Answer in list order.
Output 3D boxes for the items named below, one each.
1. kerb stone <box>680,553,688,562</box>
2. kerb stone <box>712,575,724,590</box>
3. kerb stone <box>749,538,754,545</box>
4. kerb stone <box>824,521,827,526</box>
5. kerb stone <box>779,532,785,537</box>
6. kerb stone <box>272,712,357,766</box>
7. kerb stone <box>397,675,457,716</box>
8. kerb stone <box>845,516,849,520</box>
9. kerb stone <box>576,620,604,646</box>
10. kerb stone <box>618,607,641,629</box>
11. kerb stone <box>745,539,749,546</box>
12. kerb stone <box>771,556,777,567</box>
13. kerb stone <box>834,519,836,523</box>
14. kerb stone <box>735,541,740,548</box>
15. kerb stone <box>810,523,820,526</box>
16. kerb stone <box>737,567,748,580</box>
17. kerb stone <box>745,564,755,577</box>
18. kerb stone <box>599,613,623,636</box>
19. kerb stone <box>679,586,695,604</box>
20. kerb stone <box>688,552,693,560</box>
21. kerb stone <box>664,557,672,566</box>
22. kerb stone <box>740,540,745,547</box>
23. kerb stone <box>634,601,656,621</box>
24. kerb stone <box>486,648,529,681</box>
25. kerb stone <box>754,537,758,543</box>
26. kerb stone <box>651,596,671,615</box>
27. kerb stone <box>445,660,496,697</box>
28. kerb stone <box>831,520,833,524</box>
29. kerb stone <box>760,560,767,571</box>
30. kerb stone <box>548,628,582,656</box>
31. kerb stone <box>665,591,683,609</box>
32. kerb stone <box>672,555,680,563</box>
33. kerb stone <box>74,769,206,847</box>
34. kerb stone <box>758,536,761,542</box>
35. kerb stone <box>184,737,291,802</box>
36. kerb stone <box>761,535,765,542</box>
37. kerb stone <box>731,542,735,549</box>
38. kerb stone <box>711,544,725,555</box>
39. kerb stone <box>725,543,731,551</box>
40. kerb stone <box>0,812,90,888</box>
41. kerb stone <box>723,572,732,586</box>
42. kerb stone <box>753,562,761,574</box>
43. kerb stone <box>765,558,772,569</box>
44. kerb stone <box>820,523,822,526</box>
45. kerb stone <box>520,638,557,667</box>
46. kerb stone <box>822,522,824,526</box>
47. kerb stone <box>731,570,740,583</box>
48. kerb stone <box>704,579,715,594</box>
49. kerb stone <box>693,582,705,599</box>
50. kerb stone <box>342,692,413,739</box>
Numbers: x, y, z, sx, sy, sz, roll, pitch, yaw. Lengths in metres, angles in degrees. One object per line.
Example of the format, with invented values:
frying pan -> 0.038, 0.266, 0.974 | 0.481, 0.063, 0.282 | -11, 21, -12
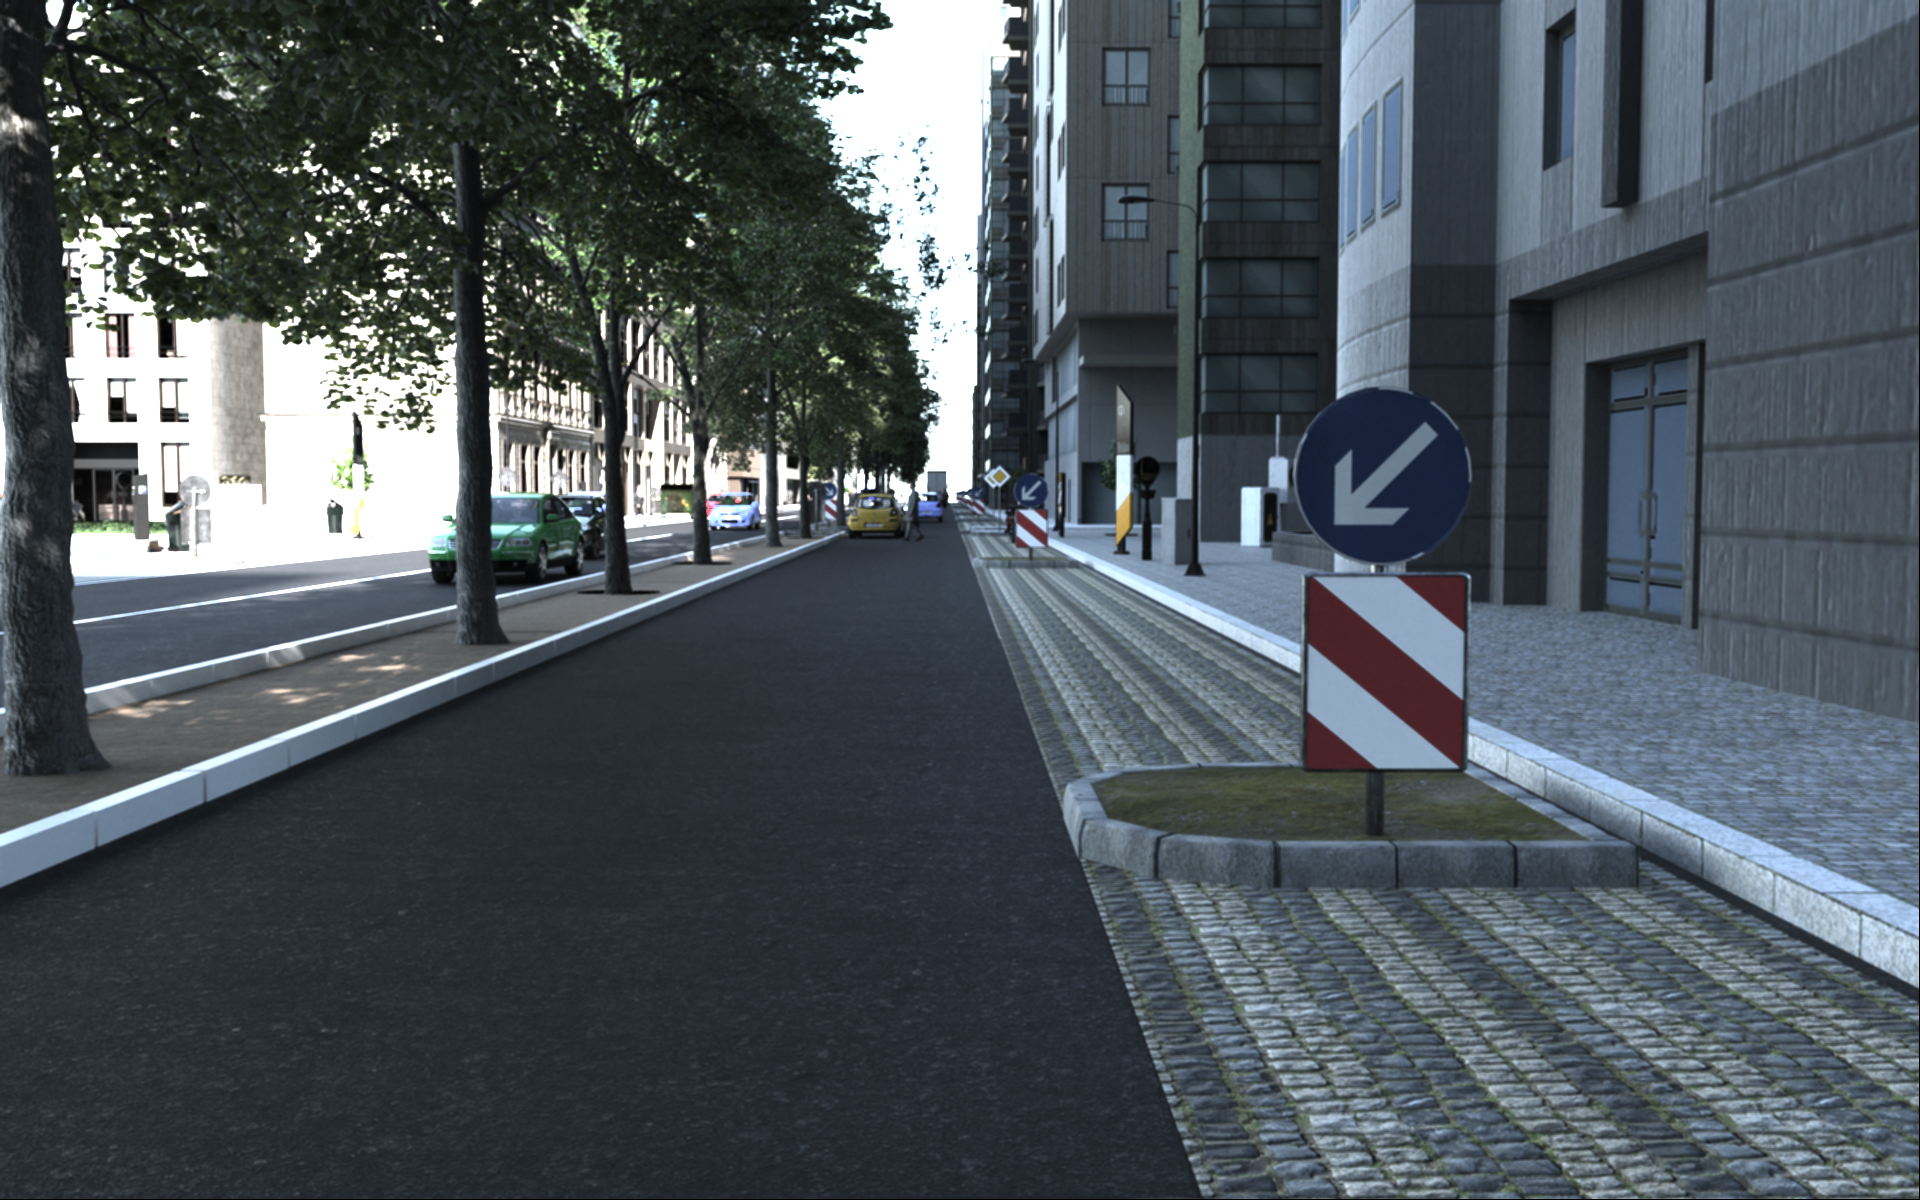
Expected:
kerb stone -> -5.874, -0.855, 36.175 | 0.120, 0.150, 1.000 | 0, 4, 0
kerb stone -> -3.698, -0.232, 25.990 | 0.120, 0.150, 1.000 | 0, 4, 0
kerb stone -> -5.967, -1.608, 48.483 | 0.120, 0.150, 1.000 | 0, 4, 0
kerb stone -> -6.185, -3.397, 77.729 | 0.120, 0.150, 1.000 | 0, 4, 0
kerb stone -> -6.045, -2.236, 58.752 | 0.120, 0.150, 1.000 | 0, 4, 0
kerb stone -> -3.580, 0.772, 9.580 | 0.120, 0.150, 1.000 | 0, 4, 0
kerb stone -> -3.598, 0.646, 11.634 | 0.120, 0.150, 1.000 | 0, 4, 0
kerb stone -> -6.339, -4.714, 99.267 | 0.120, 0.150, 1.000 | 0, 4, 0
kerb stone -> -3.629, 0.332, 16.765 | 0.120, 0.150, 1.000 | 0, 4, 0
kerb stone -> -3.646, 0.207, 18.812 | 0.120, 0.150, 1.000 | 0, 4, 0
kerb stone -> -5.967, -1.545, 47.456 | 0.120, 0.150, 1.000 | 0, 4, 0
kerb stone -> -3.762, -0.733, 34.177 | 0.120, 0.150, 1.000 | 0, 4, 0
kerb stone -> -6.228, -3.767, 83.900 | 0.120, 0.150, 1.000 | 0, 4, 0
kerb stone -> -5.945, -1.417, 45.407 | 0.120, 0.150, 1.000 | 0, 4, 0
kerb stone -> -6.157, -3.145, 73.624 | 0.120, 0.150, 1.000 | 0, 4, 0
kerb stone -> -3.723, -0.420, 29.062 | 0.120, 0.150, 1.000 | 0, 4, 0
kerb stone -> -3.729, -0.482, 30.084 | 0.120, 0.150, 1.000 | 0, 4, 0
kerb stone -> -3.644, 0.273, 17.790 | 0.120, 0.150, 1.000 | 0, 4, 0
kerb stone -> -3.676, -0.044, 22.919 | 0.120, 0.150, 1.000 | 0, 4, 0
kerb stone -> -5.882, -0.918, 37.197 | 0.120, 0.150, 1.000 | 0, 4, 0
kerb stone -> -5.868, -0.730, 34.128 | 0.120, 0.150, 1.000 | 0, 4, 0
kerb stone -> -5.953, -1.480, 46.429 | 0.120, 0.150, 1.000 | 0, 4, 0
kerb stone -> -3.655, 0.144, 19.845 | 0.120, 0.150, 1.000 | 0, 4, 0
kerb stone -> -3.613, 0.520, 13.693 | 0.120, 0.150, 1.000 | 0, 4, 0
kerb stone -> -5.976, -1.671, 49.510 | 0.120, 0.150, 1.000 | 0, 4, 0
kerb stone -> -3.658, 0.081, 20.874 | 0.120, 0.150, 1.000 | 0, 4, 0
kerb stone -> -3.605, 0.584, 12.663 | 0.120, 0.150, 1.000 | 0, 4, 0
kerb stone -> -6.214, -3.642, 81.848 | 0.120, 0.150, 1.000 | 0, 4, 0
kerb stone -> -3.741, -0.605, 32.132 | 0.120, 0.150, 1.000 | 0, 4, 0
kerb stone -> -3.626, 0.395, 15.743 | 0.120, 0.150, 1.000 | 0, 4, 0
kerb stone -> -3.670, 0.018, 21.896 | 0.120, 0.150, 1.000 | 0, 4, 0
kerb stone -> -5.865, -0.789, 35.151 | 0.120, 0.150, 1.000 | 0, 4, 0
kerb stone -> -3.565, 0.900, 7.530 | 0.120, 0.150, 1.000 | 0, 4, 0
kerb stone -> -5.988, -1.734, 50.542 | 0.120, 0.150, 1.000 | 0, 4, 0
kerb stone -> -3.568, 0.834, 8.552 | 0.120, 0.150, 1.000 | 0, 4, 0
kerb stone -> -5.991, -1.793, 51.569 | 0.120, 0.150, 1.000 | 0, 4, 0
kerb stone -> -5.941, -1.356, 44.371 | 0.120, 0.150, 1.000 | 0, 4, 0
kerb stone -> -5.929, -1.231, 42.324 | 0.120, 0.150, 1.000 | 0, 4, 0
kerb stone -> -5.928, -1.286, 43.349 | 0.120, 0.150, 1.000 | 0, 4, 0
kerb stone -> -3.555, 0.960, 6.501 | 0.120, 0.150, 1.000 | 0, 4, 0
kerb stone -> -3.712, -0.295, 27.012 | 0.120, 0.150, 1.000 | 0, 4, 0
kerb stone -> -3.743, -0.545, 31.110 | 0.120, 0.150, 1.000 | 0, 4, 0
kerb stone -> -3.752, -0.668, 33.155 | 0.120, 0.150, 1.000 | 0, 4, 0
kerb stone -> -6.164, -3.208, 74.649 | 0.120, 0.150, 1.000 | 0, 4, 0
kerb stone -> -3.622, 0.457, 14.716 | 0.120, 0.150, 1.000 | 0, 4, 0
kerb stone -> -6.168, -3.271, 75.671 | 0.120, 0.150, 1.000 | 0, 4, 0
kerb stone -> -3.721, -0.354, 28.035 | 0.120, 0.150, 1.000 | 0, 4, 0
kerb stone -> -3.699, -0.169, 24.965 | 0.120, 0.150, 1.000 | 0, 4, 0
kerb stone -> -3.685, -0.107, 23.942 | 0.120, 0.150, 1.000 | 0, 4, 0
kerb stone -> -3.586, 0.708, 10.612 | 0.120, 0.150, 1.000 | 0, 4, 0
